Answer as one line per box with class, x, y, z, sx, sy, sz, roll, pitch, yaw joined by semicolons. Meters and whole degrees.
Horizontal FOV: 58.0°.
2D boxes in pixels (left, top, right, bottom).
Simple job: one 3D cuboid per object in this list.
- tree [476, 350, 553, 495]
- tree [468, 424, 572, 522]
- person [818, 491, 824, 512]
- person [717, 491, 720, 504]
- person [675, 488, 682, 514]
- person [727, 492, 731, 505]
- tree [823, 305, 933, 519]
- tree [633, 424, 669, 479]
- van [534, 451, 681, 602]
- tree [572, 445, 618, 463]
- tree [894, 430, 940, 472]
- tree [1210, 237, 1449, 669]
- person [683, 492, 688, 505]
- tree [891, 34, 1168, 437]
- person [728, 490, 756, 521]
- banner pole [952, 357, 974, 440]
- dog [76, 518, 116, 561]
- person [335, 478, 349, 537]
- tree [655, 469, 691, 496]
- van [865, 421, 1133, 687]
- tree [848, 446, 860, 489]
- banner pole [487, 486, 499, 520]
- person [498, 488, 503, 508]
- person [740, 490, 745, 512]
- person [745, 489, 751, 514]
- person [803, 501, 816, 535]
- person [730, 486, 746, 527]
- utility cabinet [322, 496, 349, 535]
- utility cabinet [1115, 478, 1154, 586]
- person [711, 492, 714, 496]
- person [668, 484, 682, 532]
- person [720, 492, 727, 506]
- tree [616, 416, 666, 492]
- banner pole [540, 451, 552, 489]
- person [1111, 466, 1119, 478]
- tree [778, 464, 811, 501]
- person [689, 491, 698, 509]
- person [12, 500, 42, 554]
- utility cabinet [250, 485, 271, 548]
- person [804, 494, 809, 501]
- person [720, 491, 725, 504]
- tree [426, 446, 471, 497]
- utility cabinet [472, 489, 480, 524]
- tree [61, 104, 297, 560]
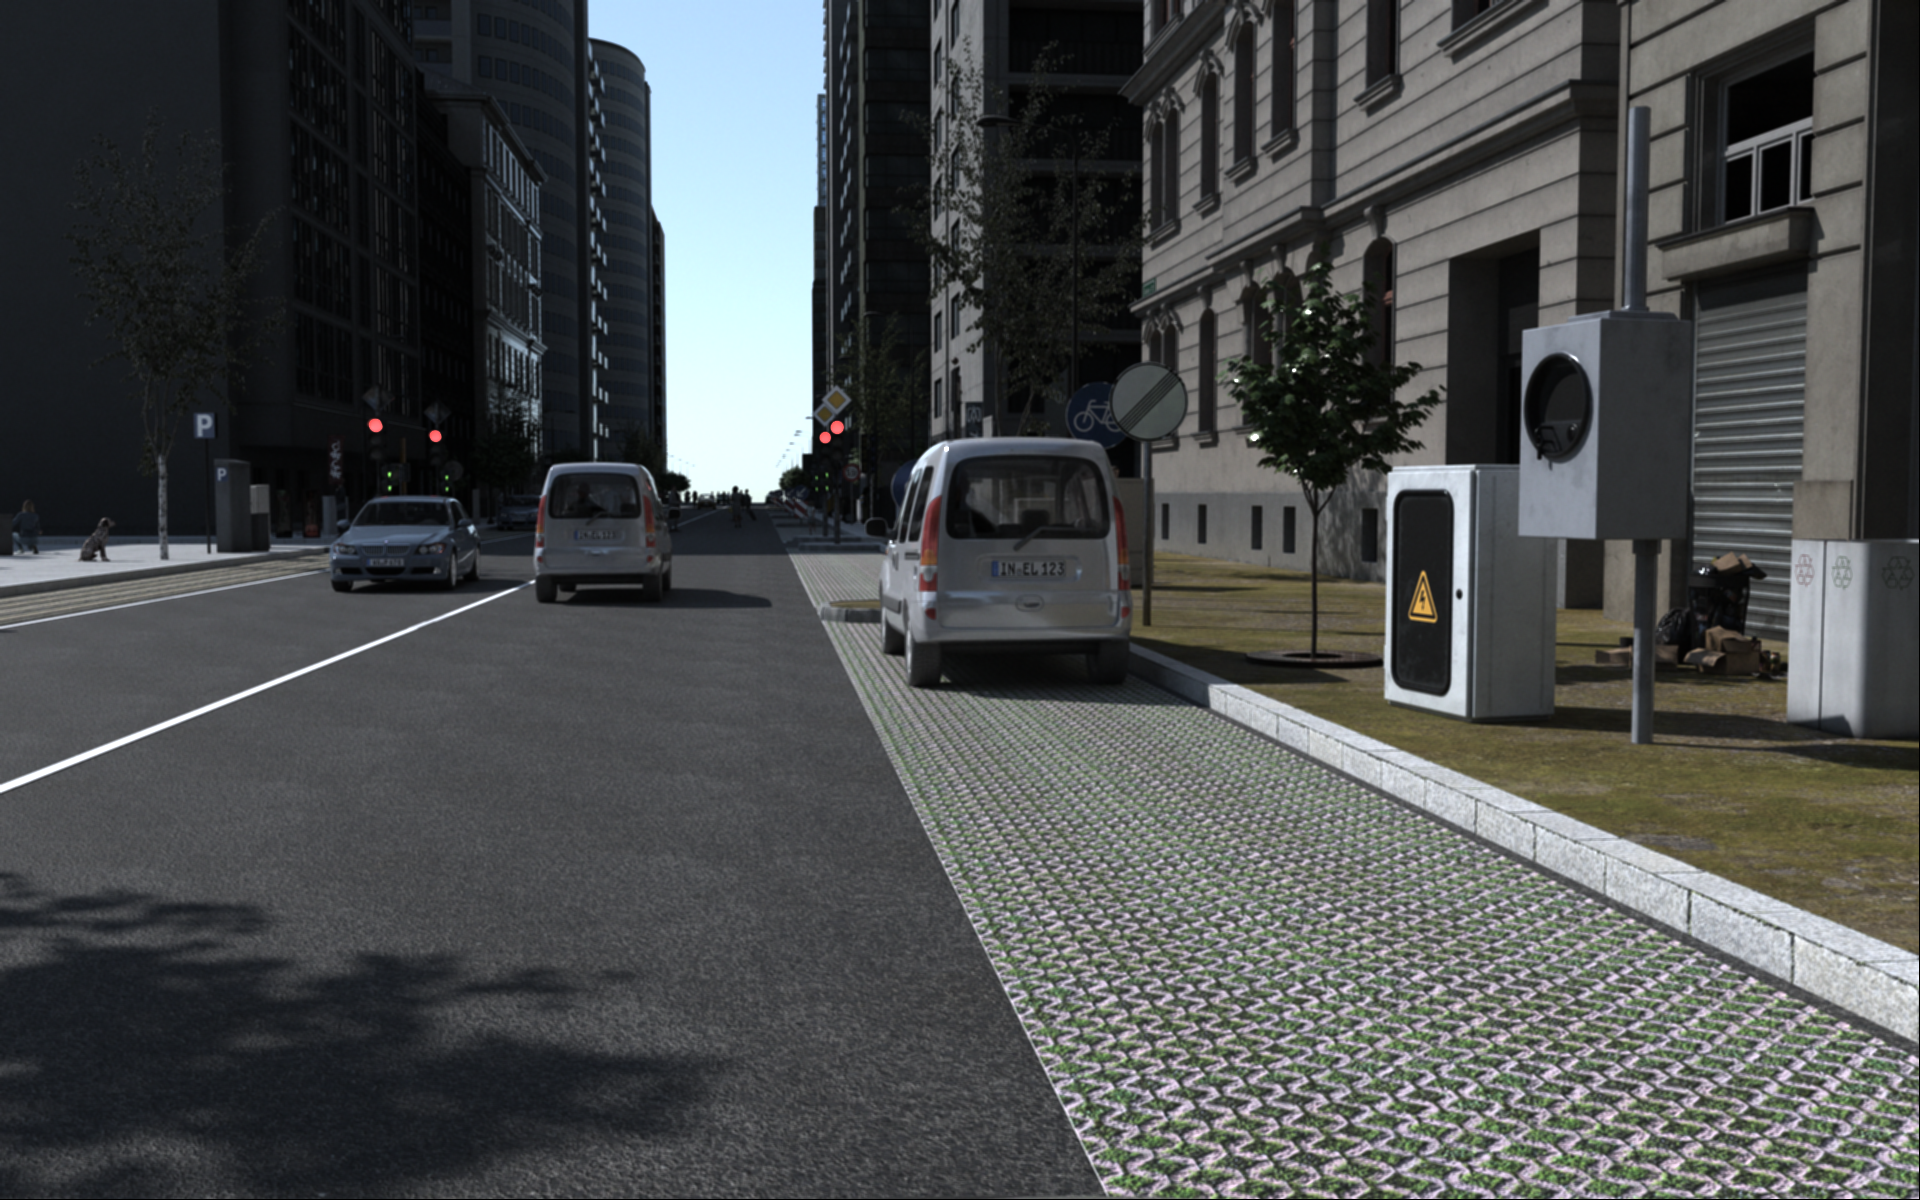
tree;-23.083;-8.493;89.221;4.360;8.622;3.978;0;3;0
tree;-21.365;-5.941;80.854;4.285;4.588;4.351;0;3;0
person;-9.694;-7.000;120.669;0.466;1.800;0.511;-1;4;-9
person;-36.274;-15.397;260.222;0.705;1.826;1.348;-3;4;-37
person;-20.632;-7.237;126.190;0.648;1.900;0.474;1;4;13
person;-29.499;-12.948;221.131;0.436;1.711;0.756;-3;5;-42
tree;-3.302;-7.221;68.427;4.737;8.622;4.395;0;3;0
tree;-32.478;-14.095;180.813;4.360;8.622;3.978;0;3;0
van;-4.964;-1.062;24.378;2.013;2.044;4.112;0;4;-7
tree;-24.623;-7.673;109.165;4.285;4.588;4.351;0;3;0
tree;-1.234;-3.560;52.801;1.663;3.219;1.824;0;3;0
tree;2.833;-1.132;13.104;1.663;3.219;1.824;0;3;0
person;-36.397;-13.487;229.813;0.445;1.727;0.742;1;4;20
tree;0.956;-4.775;28.440;4.360;8.622;3.978;0;3;0
person;-11.736;-5.177;93.355;1.509;1.804;0.699;-1;4;-14
banner pole;-0.051;-2.571;32.058;0.401;3.779;0.863;1;4;10
dog;-16.665;-1.149;33.173;0.800;0.831;0.513;0;4;2
person;-18.272;-2.742;51.297;0.534;1.772;0.576;-3;5;-41
tree;-40.092;-15.754;241.294;4.285;4.588;4.351;0;3;0
van;0.262;-0.443;14.253;2.013;2.044;4.112;0;4;-7
tree;-5.028;-7.145;100.532;4.285;4.588;4.351;0;3;0
banner pole;-23.128;-5.884;86.222;0.863;3.779;0.401;-1;4;-14
person;-23.147;-4.885;87.717;0.330;1.601;0.589;1;4;23
person;-17.646;-7.996;139.771;0.617;1.759;0.750;0;4;-6
person;-15.307;-7.142;125.550;0.573;1.790;0.520;-1;4;-12
person;-5.061;-2.737;58.264;0.505;1.210;0.382;1;4;18
person;-9.557;-4.015;74.495;0.716;1.782;0.532;-2;4;-24
utility cabinet;-19.711;-2.663;54.709;0.306;1.237;1.020;1;4;12
utility cabinet;2.171;-0.928;23.858;1.173;1.500;0.318;-3;5;-44
person;-30.155;-12.367;211.407;0.721;1.736;1.217;-2;4;-32
person;-10.785;-3.481;65.610;0.583;1.804;0.606;0;4;-2
person;-29.241;-12.552;214.449;1.217;1.735;0.721;3;4;38
tree;-30.419;-12.993;162.794;4.737;8.622;4.395;0;3;0
banner pole;-24.033;-6.756;100.485;0.863;3.779;0.401;0;4;-2
person;2.927;-1.704;33.867;0.622;1.834;0.822;-2;4;-31
tree;-20.370;-13.890;210.821;4.285;4.588;4.351;0;3;0
person;-26.222;-9.890;170.714;0.721;1.766;1.217;3;4;38
person;-20.204;-1.573;37.260;1.012;1.151;0.738;-3;5;-41
utility cabinet;-16.674;-1.982;41.087;0.318;1.500;1.173;-2;4;-35
person;-14.781;-9.724;164.968;1.348;1.831;0.705;2;4;27
person;-33.059;-14.300;242.305;1.348;1.824;0.705;0;4;-7
tree;-20.354;-4.506;68.278;1.663;3.219;1.824;0;3;0
utility cabinet;-20.449;-3.943;73.151;0.318;1.500;1.173;-1;4;-15
tree;-15.458;-5.108;33.871;4.360;8.622;3.978;0;3;0
